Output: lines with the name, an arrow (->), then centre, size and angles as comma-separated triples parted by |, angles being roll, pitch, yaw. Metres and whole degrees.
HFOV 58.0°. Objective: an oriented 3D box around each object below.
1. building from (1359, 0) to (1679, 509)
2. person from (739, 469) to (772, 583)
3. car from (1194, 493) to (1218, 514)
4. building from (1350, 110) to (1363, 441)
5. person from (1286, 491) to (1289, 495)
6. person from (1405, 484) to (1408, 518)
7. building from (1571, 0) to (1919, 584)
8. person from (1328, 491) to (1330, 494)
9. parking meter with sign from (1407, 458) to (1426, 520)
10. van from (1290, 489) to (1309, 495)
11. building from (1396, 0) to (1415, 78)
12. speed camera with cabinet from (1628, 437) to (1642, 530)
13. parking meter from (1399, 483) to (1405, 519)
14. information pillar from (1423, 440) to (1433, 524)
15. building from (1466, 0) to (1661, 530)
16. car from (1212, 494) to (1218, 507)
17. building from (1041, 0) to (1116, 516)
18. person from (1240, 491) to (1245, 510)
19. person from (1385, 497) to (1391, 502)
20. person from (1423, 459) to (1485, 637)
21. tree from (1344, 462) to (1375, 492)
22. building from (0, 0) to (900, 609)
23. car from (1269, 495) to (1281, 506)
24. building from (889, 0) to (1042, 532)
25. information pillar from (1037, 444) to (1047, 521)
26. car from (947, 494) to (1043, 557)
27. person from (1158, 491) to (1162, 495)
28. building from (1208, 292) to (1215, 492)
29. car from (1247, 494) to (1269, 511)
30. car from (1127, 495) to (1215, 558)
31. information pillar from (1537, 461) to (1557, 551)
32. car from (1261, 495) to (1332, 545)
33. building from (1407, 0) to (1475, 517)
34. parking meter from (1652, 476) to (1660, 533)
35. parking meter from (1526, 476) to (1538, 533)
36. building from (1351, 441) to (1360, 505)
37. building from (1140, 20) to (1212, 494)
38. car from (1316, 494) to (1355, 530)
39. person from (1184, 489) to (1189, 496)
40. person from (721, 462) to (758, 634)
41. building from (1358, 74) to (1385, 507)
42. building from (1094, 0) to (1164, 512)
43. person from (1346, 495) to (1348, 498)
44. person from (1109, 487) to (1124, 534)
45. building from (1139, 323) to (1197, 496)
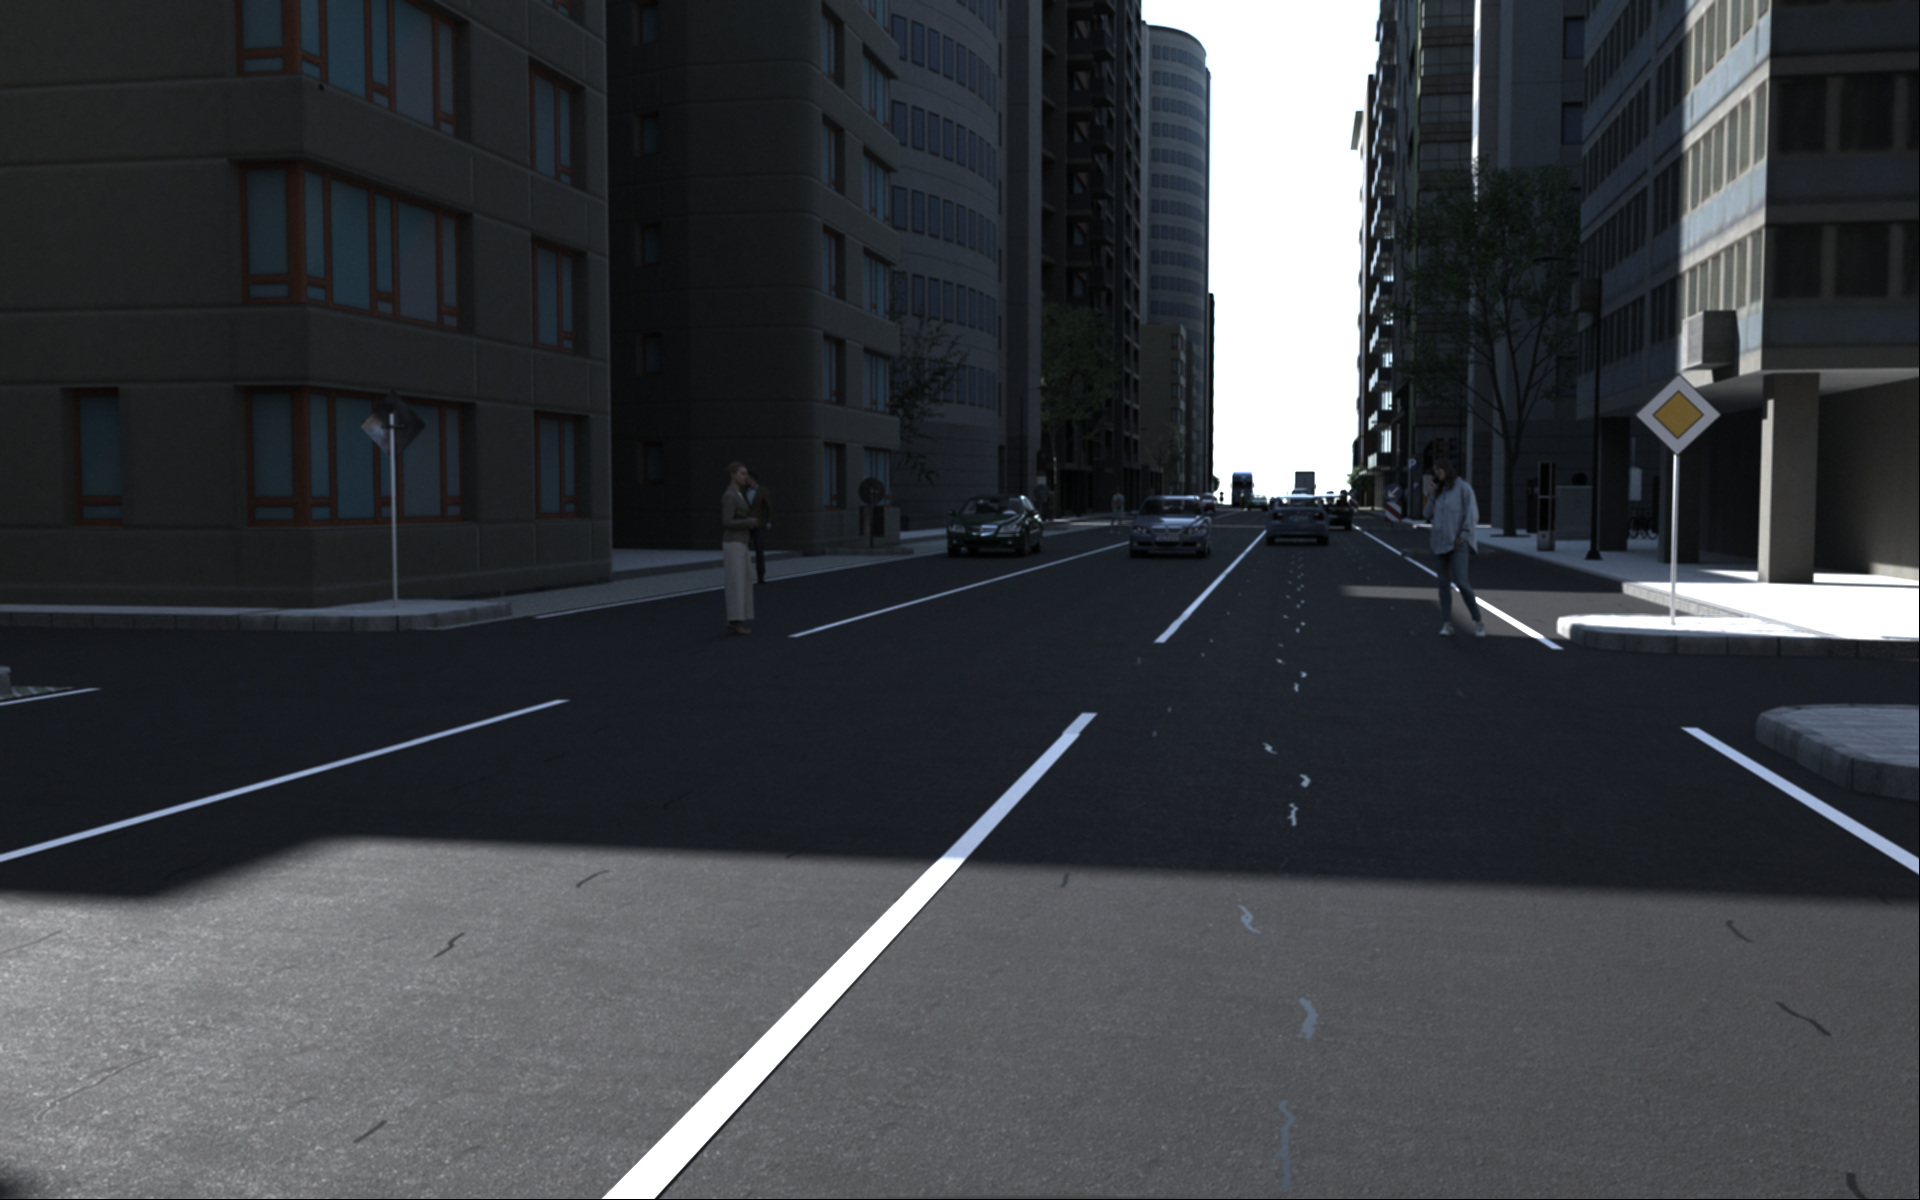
building -> 46.625, -32.244, 146.804 | 23.786, 49.044, 30.456 | 1, 4, 11
person -> -3.389, -1.199, 28.018 | 0.656, 1.842, 0.836 | -2, 4, -24
car -> 17.578, -7.111, 125.298 | 2.155, 1.783, 4.494 | 1, 4, 10
building -> 66.436, -39.172, 229.703 | 28.713, 52.752, 27.495 | 1, 4, 11
person -> 36.147, -11.159, 190.907 | 0.705, 1.831, 1.348 | 0, 4, 2
person -> 24.128, -5.378, 93.962 | 0.705, 1.826, 1.348 | 1, 4, 12
building -> 23.694, -20.503, 27.103 | 23.993, 40.220, 32.217 | 1, 4, 11
person -> 37.243, -10.165, 175.211 | 1.217, 1.766, 0.721 | -1, 4, -16
parking meter with sign -> 22.533, -5.425, 84.953 | 0.543, 3.016, 1.738 | 3, 5, 40
van -> 27.316, -8.094, 139.341 | 2.013, 2.044, 4.112 | 1, 4, 9
building -> 43.900, -32.295, 117.267 | 28.713, 52.752, 27.495 | 1, 4, 11
speed camera with cabinet -> 23.034, -4.084, 61.109 | 0.660, 3.252, 2.038 | -2, 4, -27
parking meter -> 22.714, -5.097, 89.041 | 0.255, 1.863, 0.399 | 2, 4, 24
information pillar -> 20.164, -5.093, 74.629 | 0.504, 3.616, 0.183 | -2, 4, -31
building -> 32.771, -32.478, 73.009 | 21.231, 58.520, 28.212 | 1, 4, 11
car -> 27.181, -10.818, 188.882 | 2.014, 1.417, 4.499 | 1, 4, 11
building -> -2.001, -27.808, 109.281 | 22.147, 44.769, 28.867 | 1, 4, 11
person -> 24.995, -8.831, 153.612 | 0.721, 1.736, 1.217 | 1, 4, 13
person -> 26.210, -5.882, 105.402 | 0.628, 1.438, 0.799 | 1, 4, 12
person -> 5.019, -0.537, 17.537 | 0.793, 1.790, 0.793 | 1, 4, 23
tree -> 40.138, -11.572, 172.918 | 4.285, 4.588, 4.351 | 0, 3, 0
building -> -18.004, -11.651, 35.531 | 27.650, 21.520, 28.899 | 1, 4, 11
car -> 39.322, -12.406, 215.423 | 1.945, 1.354, 3.894 | 1, 4, 11
building -> -9.090, -32.315, 70.351 | 21.231, 58.520, 28.212 | 1, 4, 11
information pillar -> 3.826, -5.490, 81.116 | 0.504, 3.616, 0.183 | -2, 4, -25
car -> 0.875, -1.792, 41.091 | 2.131, 1.459, 4.920 | 1, 4, 9
person -> 14.633, -7.154, 126.932 | 0.415, 1.643, 0.593 | 0, 4, 6
building -> 27.868, -28.645, 240.040 | 14.160, 30.474, 14.107 | 1, 4, 11
car -> 26.028, -8.719, 151.351 | 1.959, 1.807, 4.718 | 1, 4, 9
car -> 4.956, -1.743, 40.496 | 2.014, 1.417, 4.499 | 1, 4, 10
information pillar -> 13.216, -2.111, 39.002 | 0.304, 2.012, 0.304 | 3, 5, 41
car -> 9.720, -2.325, 50.012 | 2.014, 1.417, 4.499 | 1, 4, 10
building -> 32.813, -25.356, 98.163 | 14.154, 41.232, 14.086 | 1, 4, 11
parking meter -> 22.818, -3.117, 56.673 | 0.255, 1.863, 0.399 | 2, 4, 30
parking meter -> 18.747, -3.114, 56.618 | 0.399, 1.863, 0.255 | -1, 4, -19
building -> 57.662, -54.297, 200.419 | 22.319, 86.520, 31.000 | 1, 4, 11
building -> 20.190, -41.391, 218.737 | 21.231, 58.520, 28.212 | 1, 4, 11
car -> 14.914, -3.673, 69.846 | 2.009, 1.686, 4.222 | 1, 4, 11
person -> 23.712, -10.677, 181.061 | 0.568, 1.767, 0.683 | 0, 4, -8
person -> -2.242, -0.528, 17.687 | 0.362, 1.759, 0.519 | 0, 4, 2
building -> 49.009, -32.433, 180.385 | 14.600, 45.320, 14.200 | 1, 4, 11
building -> 7.700, -43.774, 153.952 | 20.563, 71.187, 20.611 | 1, 4, 11
person -> 49.319, -13.154, 221.562 | 0.683, 1.767, 0.568 | 0, 4, 2
person -> 5.656, -3.218, 62.120 | 0.512, 1.701, 0.522 | -1, 4, -14
building -> 11.537, -21.252, 192.517 | 27.650, 21.520, 28.899 | 1, 4, 11
